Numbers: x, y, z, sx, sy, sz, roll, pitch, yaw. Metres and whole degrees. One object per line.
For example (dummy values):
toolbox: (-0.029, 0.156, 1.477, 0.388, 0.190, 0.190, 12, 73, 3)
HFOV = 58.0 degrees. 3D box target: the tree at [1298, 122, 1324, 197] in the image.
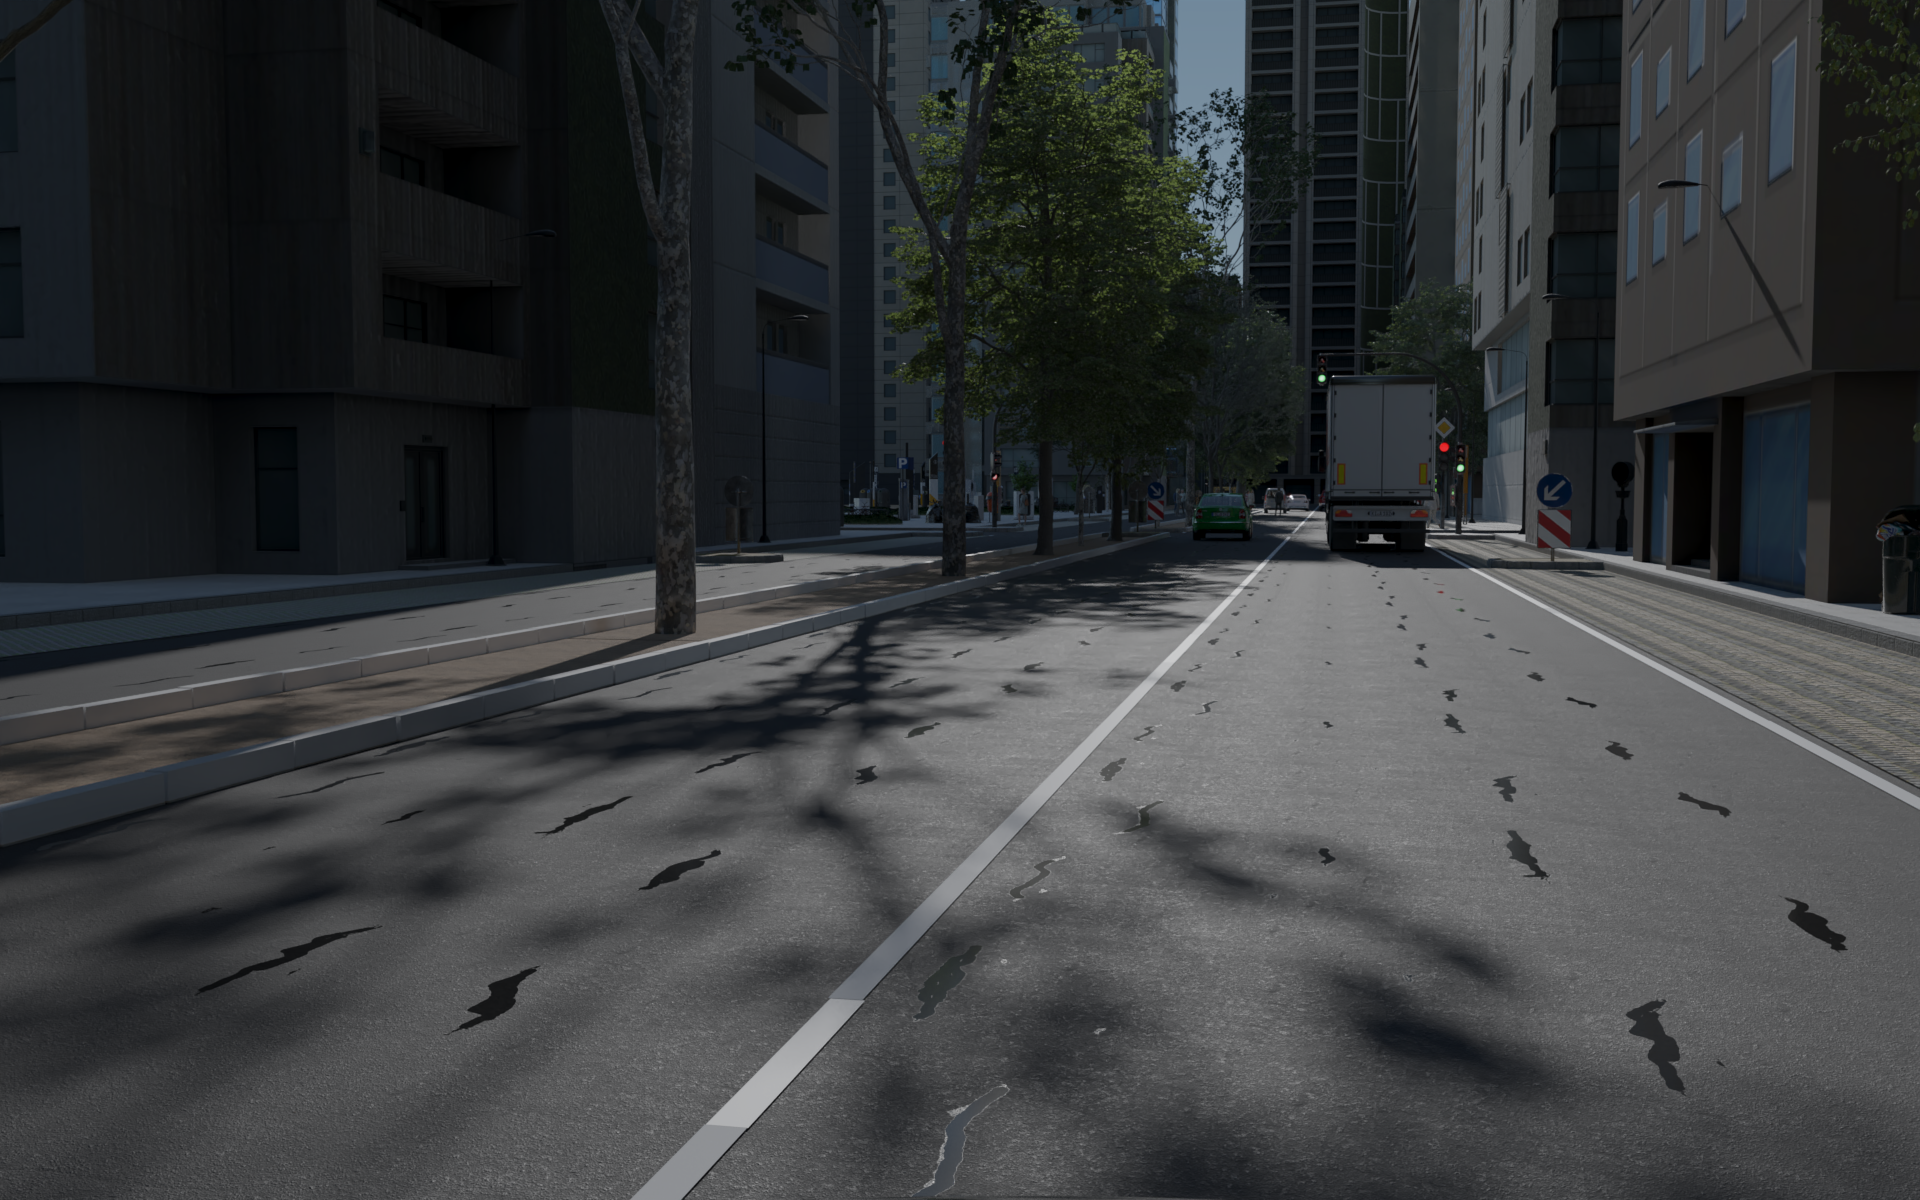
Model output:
tree: (9.055, -13.330, 76.292, 12.611, 20.169, 13.585, 0, 3, 0)

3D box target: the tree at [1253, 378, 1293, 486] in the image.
tree: (20.283, -12.462, 124.345, 7.486, 12.596, 7.792, 0, 3, 0)

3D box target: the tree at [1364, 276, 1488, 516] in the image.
tree: (28.066, -11.772, 99.121, 9.857, 13.997, 8.962, 0, 3, 0)

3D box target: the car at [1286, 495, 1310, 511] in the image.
car: (28.130, -8.068, 144.268, 2.083, 1.381, 4.827, 1, 4, 11)

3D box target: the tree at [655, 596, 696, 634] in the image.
tree: (-3.925, -9.779, 18.234, 12.611, 20.169, 13.585, 0, 3, 0)

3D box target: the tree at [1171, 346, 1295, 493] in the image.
tree: (15.523, -10.100, 102.003, 8.767, 10.594, 7.601, 1, 4, 12)

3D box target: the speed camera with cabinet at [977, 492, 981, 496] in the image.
speed camera with cabinet: (1.155, -9.037, 142.089, 0.660, 3.252, 2.038, 1, 4, 20)

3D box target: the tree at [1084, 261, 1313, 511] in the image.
tree: (13.029, -10.803, 89.460, 12.009, 13.543, 11.850, 0, 3, 0)

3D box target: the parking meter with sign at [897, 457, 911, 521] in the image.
parking meter with sign: (-2.658, -5.311, 83.098, 0.543, 3.016, 1.738, 0, 4, 4)

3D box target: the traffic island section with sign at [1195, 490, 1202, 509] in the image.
traffic island section with sign: (22.921, -9.636, 166.170, 1.989, 1.847, 2.006, 1, 4, 12)

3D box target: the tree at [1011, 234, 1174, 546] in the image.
tree: (3.286, -5.743, 46.720, 4.737, 8.622, 4.395, 0, 3, 0)

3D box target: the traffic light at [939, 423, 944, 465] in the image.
traffic light: (-0.322, -4.272, 58.769, 0.839, 4.253, 0.868, 1, 4, 12)

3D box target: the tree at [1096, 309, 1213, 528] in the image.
tree: (7.581, -6.924, 66.022, 4.360, 8.622, 3.978, 0, 3, 0)

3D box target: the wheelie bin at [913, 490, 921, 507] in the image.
wheelie bin: (-3.597, -7.860, 136.424, 0.980, 1.594, 0.693, 0, 4, -7)

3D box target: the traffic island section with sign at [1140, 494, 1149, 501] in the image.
traffic island section with sign: (12.574, -6.675, 117.768, 1.989, 1.847, 2.006, 1, 4, 12)

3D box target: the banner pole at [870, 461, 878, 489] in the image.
banner pole: (-6.632, -8.729, 132.737, 0.863, 3.779, 0.401, 1, 4, 13)

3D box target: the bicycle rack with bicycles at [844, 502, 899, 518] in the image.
bicycle rack with bicycles: (-4.128, -3.874, 76.724, 2.925, 0.926, 2.852, -1, 4, -17)

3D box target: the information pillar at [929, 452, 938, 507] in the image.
information pillar: (-1.449, -6.411, 96.175, 0.504, 3.616, 0.183, -1, 4, -23)

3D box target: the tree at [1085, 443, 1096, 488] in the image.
tree: (10.339, -10.615, 123.911, 4.360, 8.622, 3.978, 0, 3, 0)

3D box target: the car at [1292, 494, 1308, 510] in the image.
car: (31.044, -9.018, 159.443, 2.014, 1.417, 4.499, 1, 4, 13)

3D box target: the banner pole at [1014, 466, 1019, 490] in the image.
banner pole: (4.636, -8.988, 136.968, 0.863, 3.779, 0.401, 0, 4, -5)

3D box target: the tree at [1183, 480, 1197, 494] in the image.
tree: (25.437, -12.156, 193.350, 1.663, 3.219, 1.824, 0, 3, 0)

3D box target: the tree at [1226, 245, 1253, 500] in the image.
tree: (4.713, -8.077, 52.635, 7.486, 12.596, 7.792, 0, 3, 0)

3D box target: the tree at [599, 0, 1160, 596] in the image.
tree: (-1.115, -10.536, 30.608, 12.611, 20.169, 13.585, 0, 3, 0)

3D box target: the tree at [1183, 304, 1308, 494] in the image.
tree: (18.683, -12.635, 115.691, 9.857, 13.997, 8.962, 0, 3, 0)

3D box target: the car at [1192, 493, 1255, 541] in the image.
car: (8.349, -2.816, 54.846, 1.959, 1.807, 4.718, 1, 4, 11)

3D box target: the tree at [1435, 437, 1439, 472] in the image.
tree: (35.209, -11.063, 131.242, 4.360, 8.622, 3.978, 0, 3, 0)

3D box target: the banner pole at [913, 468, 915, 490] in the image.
banner pole: (-4.118, -9.411, 143.881, 0.863, 3.779, 0.401, 1, 4, 14)

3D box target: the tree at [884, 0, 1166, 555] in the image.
tree: (1.969, -7.337, 40.541, 7.486, 12.596, 7.792, 0, 3, 0)

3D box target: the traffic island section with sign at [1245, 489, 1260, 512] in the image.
traffic island section with sign: (23.124, -7.977, 138.554, 2.006, 1.907, 1.989, 1, 4, 12)

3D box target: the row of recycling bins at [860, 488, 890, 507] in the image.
row of recycling bins: (-6.004, -7.053, 122.433, 1.069, 1.692, 3.534, -2, 4, -31)

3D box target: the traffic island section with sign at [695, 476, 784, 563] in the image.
traffic island section with sign: (-4.809, -1.705, 36.505, 1.989, 1.847, 2.006, 1, 4, 12)

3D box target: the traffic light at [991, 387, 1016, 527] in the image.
traffic light: (3.412, -5.597, 66.175, 4.771, 5.953, 1.251, 1, 4, 12)

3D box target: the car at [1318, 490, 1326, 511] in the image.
car: (31.733, -8.522, 148.000, 2.281, 1.827, 5.304, 1, 4, 12)

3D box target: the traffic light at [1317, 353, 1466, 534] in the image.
traffic light: (13.863, -4.951, 55.620, 4.771, 5.953, 1.251, 1, 4, 12)

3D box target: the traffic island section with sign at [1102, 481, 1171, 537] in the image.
traffic island section with sign: (5.862, -3.039, 57.827, 2.006, 1.907, 1.989, 1, 4, 12)

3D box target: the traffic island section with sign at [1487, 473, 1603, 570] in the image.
traffic island section with sign: (11.312, -1.527, 33.595, 1.989, 1.847, 2.006, 1, 4, 12)

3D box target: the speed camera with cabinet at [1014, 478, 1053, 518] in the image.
speed camera with cabinet: (3.931, -6.024, 92.832, 2.038, 3.252, 0.660, -1, 4, -15)

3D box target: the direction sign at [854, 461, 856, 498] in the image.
direction sign: (-7.327, -7.857, 120.459, 0.379, 3.537, 0.876, -1, 4, -10)

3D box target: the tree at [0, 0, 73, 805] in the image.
tree: (-4.732, -4.823, 7.063, 9.928, 11.665, 9.643, 0, 3, 0)

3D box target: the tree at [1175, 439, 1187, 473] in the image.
tree: (25.077, -14.503, 187.485, 4.737, 8.622, 4.395, 0, 3, 0)

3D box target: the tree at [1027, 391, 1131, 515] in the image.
tree: (7.568, -10.591, 107.582, 7.601, 10.594, 8.767, 1, 4, 9)

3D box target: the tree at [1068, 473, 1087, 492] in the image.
tree: (9.698, -8.928, 140.574, 1.663, 3.219, 1.824, 0, 3, 0)

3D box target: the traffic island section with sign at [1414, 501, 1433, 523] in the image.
traffic island section with sign: (22.851, -4.826, 87.535, 1.989, 1.847, 2.006, 1, 4, 12)

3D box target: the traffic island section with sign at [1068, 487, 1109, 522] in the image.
traffic island section with sign: (6.789, -5.021, 90.722, 1.989, 1.847, 2.006, 1, 4, 12)

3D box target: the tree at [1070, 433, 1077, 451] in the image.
tree: (12.600, -13.583, 132.452, 12.009, 13.543, 11.850, 0, 3, 0)

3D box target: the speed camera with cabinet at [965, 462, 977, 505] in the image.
speed camera with cabinet: (0.324, -6.741, 104.551, 0.660, 3.252, 2.038, 1, 4, 12)

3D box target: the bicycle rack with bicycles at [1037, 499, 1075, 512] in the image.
bicycle rack with bicycles: (6.903, -6.619, 121.608, 2.925, 0.926, 2.852, 0, 4, 5)

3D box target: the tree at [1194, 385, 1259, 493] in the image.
tree: (16.962, -9.501, 108.154, 4.737, 8.622, 4.395, 0, 3, 0)

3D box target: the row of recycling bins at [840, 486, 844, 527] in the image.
row of recycling bins: (-5.528, -3.797, 69.200, 1.069, 1.692, 3.534, -2, 4, -24)

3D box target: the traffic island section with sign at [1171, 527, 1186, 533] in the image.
traffic island section with sign: (7.420, -3.482, 65.069, 2.006, 1.907, 1.989, 1, 4, 12)

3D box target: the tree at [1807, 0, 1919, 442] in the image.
tree: (9.763, -3.927, 14.563, 4.737, 8.622, 4.395, 0, 3, 0)

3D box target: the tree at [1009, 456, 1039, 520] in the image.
tree: (3.107, -5.649, 86.967, 1.663, 3.219, 1.824, 0, 3, 0)

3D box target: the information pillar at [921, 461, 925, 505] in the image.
information pillar: (-2.648, -8.098, 123.763, 0.183, 3.616, 0.504, 2, 4, 30)

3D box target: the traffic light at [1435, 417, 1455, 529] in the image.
traffic light: (17.597, -4.539, 63.133, 0.839, 4.253, 0.868, 1, 4, 12)
